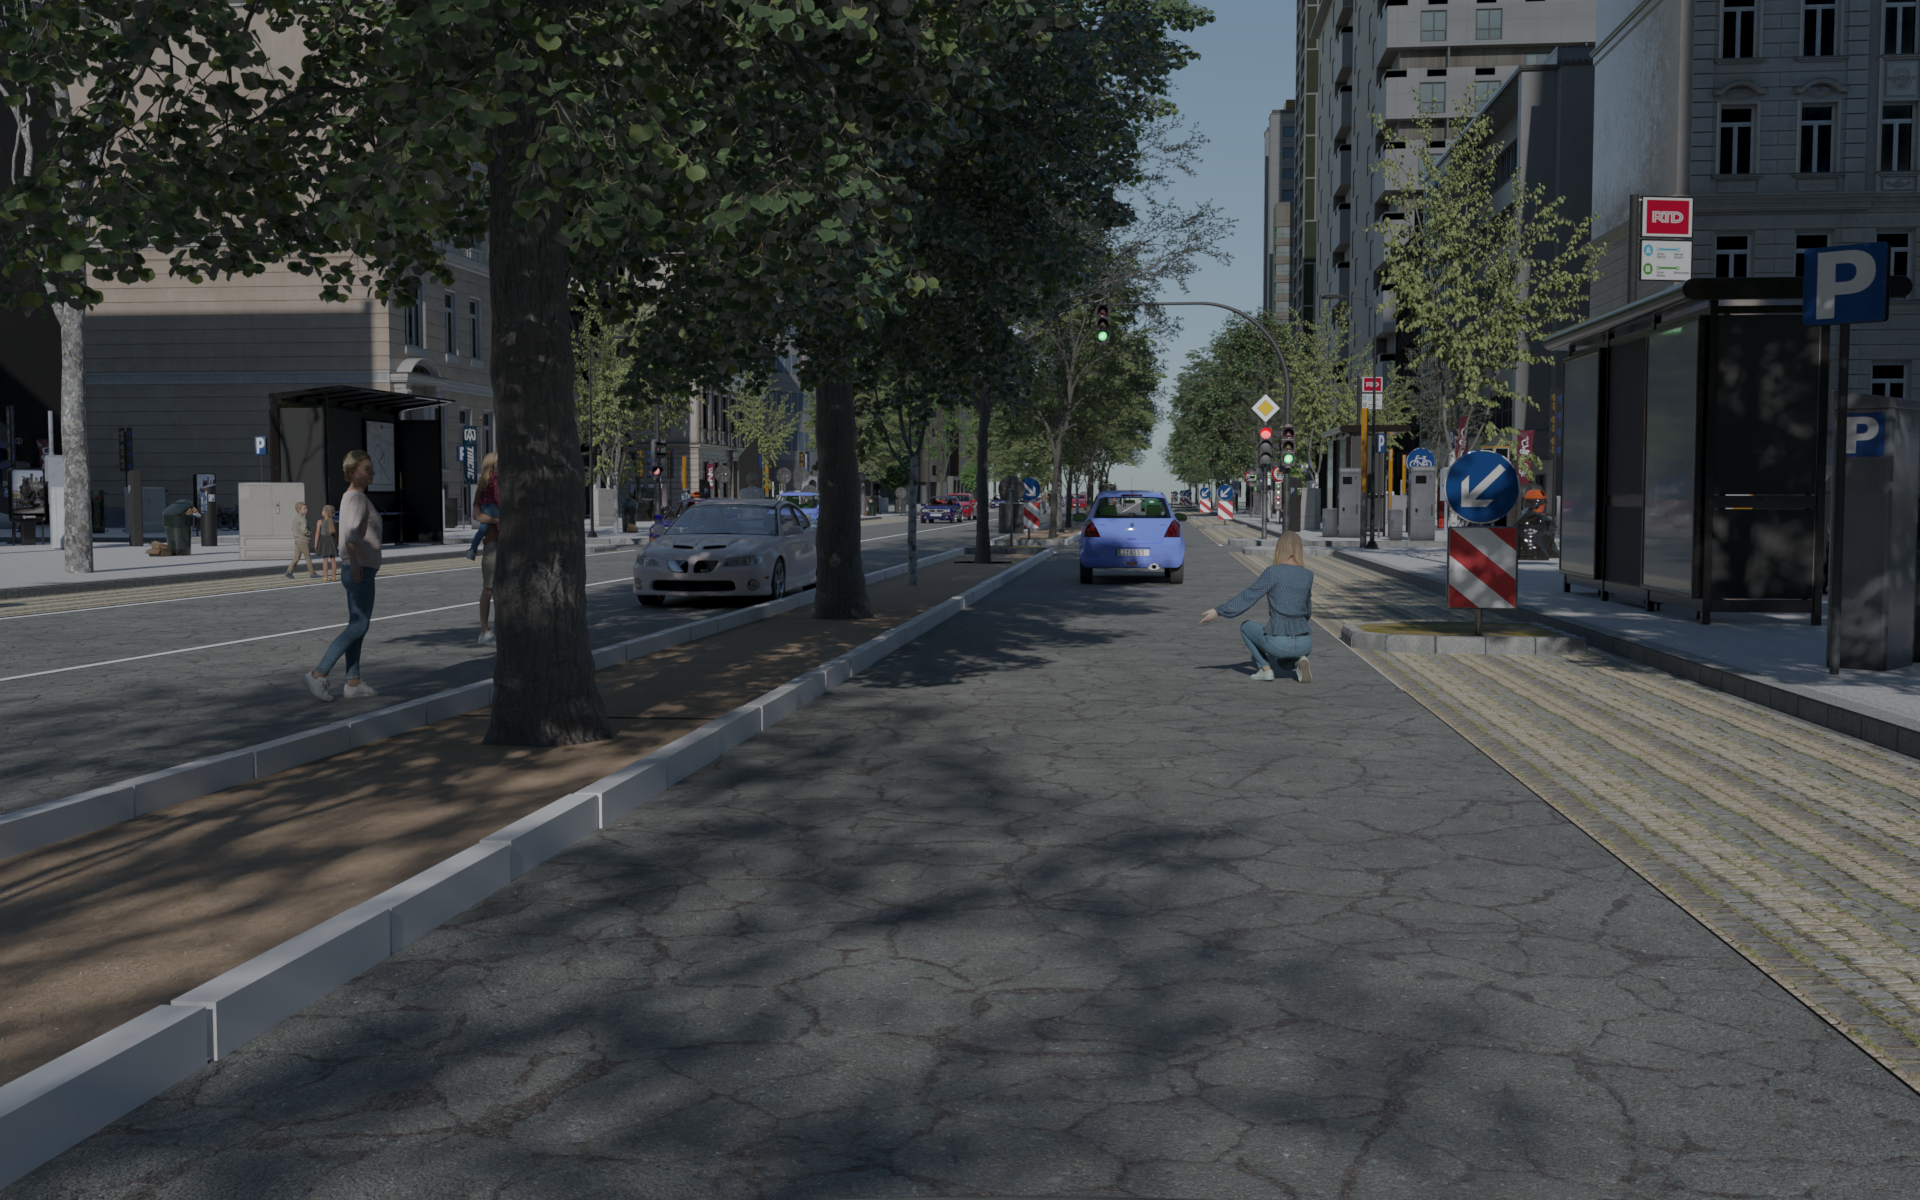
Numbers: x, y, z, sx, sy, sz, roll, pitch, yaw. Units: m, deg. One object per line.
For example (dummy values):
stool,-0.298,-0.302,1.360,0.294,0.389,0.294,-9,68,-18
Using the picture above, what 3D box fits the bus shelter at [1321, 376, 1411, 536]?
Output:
bus shelter,13.031,-4.829,56.589,2.179,5.291,8.768,0,4,6

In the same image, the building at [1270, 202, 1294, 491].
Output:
building,50.904,-34.267,243.852,14.154,41.232,14.086,0,4,6

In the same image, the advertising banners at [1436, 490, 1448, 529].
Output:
advertising banners,17.767,-4.133,63.756,0.090,3.025,2.074,-2,4,-34

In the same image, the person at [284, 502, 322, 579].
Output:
person,-11.123,-1.007,29.235,0.475,1.303,0.640,2,4,35

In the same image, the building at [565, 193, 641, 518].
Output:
building,-26.182,-13.810,93.239,16.820,18.784,16.811,0,4,6

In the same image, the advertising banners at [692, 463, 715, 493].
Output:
advertising banners,-15.066,-6.335,99.768,2.074,3.025,0.090,-2,4,-28

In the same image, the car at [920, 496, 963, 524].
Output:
car,-0.903,-4.460,85.507,1.945,1.354,3.894,0,4,8

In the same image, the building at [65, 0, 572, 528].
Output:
building,-26.194,-17.619,73.981,13.634,28.700,20.117,0,4,6

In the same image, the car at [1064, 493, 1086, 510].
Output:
car,10.295,-8.797,152.871,2.155,1.783,4.494,0,4,4

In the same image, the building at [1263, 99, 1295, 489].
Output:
building,56.866,-44.183,264.393,21.231,58.520,28.212,0,4,6

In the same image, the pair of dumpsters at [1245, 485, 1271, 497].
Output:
pair of dumpsters,20.455,-7.109,118.729,1.574,2.255,4.437,0,4,7

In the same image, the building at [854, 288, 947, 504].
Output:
building,-9.478,-27.973,229.058,14.160,30.474,14.107,0,4,6

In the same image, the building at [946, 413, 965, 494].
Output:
building,-9.979,-49.407,246.053,20.563,71.187,20.611,0,4,6

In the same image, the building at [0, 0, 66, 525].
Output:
building,-46.096,-14.740,70.671,15.834,23.373,12.332,0,4,6

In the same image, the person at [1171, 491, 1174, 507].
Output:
person,22.966,-10.871,186.944,0.721,1.736,1.217,1,4,11

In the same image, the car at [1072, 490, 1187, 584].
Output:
car,2.843,-1.185,28.968,1.945,1.707,3.694,0,4,4

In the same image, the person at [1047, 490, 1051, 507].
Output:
person,9.954,-11.200,191.254,1.348,1.869,0.705,-1,4,-12

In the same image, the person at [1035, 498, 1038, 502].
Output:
person,6.641,-8.555,151.632,0.557,1.426,1.065,1,4,17

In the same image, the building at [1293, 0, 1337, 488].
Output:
building,52.362,-48.141,225.352,20.563,71.187,20.611,0,4,6

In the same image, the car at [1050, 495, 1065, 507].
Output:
car,11.033,-11.349,197.555,2.014,1.417,4.499,0,4,5

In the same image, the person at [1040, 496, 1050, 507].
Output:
person,9.306,-11.044,189.772,1.217,1.736,0.721,-2,4,-30

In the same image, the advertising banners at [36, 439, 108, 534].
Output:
advertising banners,-28.543,-3.639,55.689,0.090,3.025,2.074,3,5,45

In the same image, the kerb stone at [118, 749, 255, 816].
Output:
kerb stone,-3.637,0.860,8.132,0.120,0.150,1.000,0,4,6

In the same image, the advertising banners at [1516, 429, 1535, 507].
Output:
advertising banners,14.879,-3.151,47.707,0.090,3.025,2.074,-3,4,-39

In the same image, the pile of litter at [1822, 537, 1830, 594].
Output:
pile of litter,11.017,-0.480,21.812,1.176,0.858,1.719,-1,4,-14

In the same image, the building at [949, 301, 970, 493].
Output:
building,-6.066,-37.558,264.184,14.600,45.320,14.200,0,4,6

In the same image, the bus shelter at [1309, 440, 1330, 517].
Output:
bus shelter,16.571,-5.243,77.006,1.731,3.624,6.357,0,4,6

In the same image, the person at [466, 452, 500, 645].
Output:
person,-4.426,-0.495,16.568,0.573,1.828,0.580,-1,4,-11

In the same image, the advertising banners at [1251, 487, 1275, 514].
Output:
advertising banners,19.615,-7.026,111.055,2.074,3.025,0.090,0,4,-4

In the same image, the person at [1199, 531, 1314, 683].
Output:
person,2.359,0.041,13.322,1.012,1.151,0.738,-1,4,-11

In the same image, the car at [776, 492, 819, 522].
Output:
car,-5.264,-2.845,56.099,1.945,1.707,3.694,0,4,5

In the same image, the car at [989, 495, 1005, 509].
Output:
car,3.758,-9.138,161.982,1.945,1.354,3.894,0,4,6

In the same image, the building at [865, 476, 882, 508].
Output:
building,-24.491,-29.179,168.951,32.217,40.220,23.993,0,4,6

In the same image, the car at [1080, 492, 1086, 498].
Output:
car,18.782,-15.335,259.400,2.281,1.827,5.304,0,4,6

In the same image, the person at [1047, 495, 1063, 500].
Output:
person,7.678,-8.030,139.819,1.348,1.821,0.705,0,4,6

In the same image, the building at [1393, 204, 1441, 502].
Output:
building,35.873,-17.347,113.300,12.332,23.373,15.834,0,4,6

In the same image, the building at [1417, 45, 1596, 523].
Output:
building,33.316,-16.579,90.134,14.314,24.678,30.058,0,4,6

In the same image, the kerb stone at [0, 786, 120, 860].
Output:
kerb stone,-3.744,0.922,7.115,0.120,0.150,1.000,0,4,6

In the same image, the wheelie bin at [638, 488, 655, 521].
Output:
wheelie bin,-15.014,-4.616,83.386,0.980,1.594,0.693,0,4,-1

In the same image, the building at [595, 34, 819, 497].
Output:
building,-22.231,-36.665,141.466,21.231,58.520,28.212,0,4,6

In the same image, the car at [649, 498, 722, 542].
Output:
car,-5.963,-1.679,40.038,1.945,1.354,3.894,0,4,6

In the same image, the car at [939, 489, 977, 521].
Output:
car,-0.090,-5.261,95.056,2.155,1.783,4.494,0,4,6

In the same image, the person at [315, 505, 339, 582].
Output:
person,-10.329,-0.921,28.221,0.362,1.253,0.373,-3,5,-41

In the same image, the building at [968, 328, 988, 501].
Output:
building,-3.104,-36.366,278.183,14.154,41.232,14.086,0,4,6

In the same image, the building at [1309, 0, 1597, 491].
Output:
building,49.934,-35.566,170.746,28.713,52.752,27.495,0,4,6

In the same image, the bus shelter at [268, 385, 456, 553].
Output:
bus shelter,-13.803,-3.007,40.447,1.731,3.624,6.357,0,4,7

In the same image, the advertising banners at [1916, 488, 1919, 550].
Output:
advertising banners,19.819,-2.506,37.154,2.074,3.025,0.090,0,4,5

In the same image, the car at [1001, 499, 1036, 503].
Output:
car,3.253,-4.995,93.667,2.014,1.417,4.499,1,4,8

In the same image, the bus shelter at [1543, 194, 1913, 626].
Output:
bus shelter,8.533,-2.652,20.996,2.179,5.291,8.768,0,4,6

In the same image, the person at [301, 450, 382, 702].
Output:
person,-4.294,-0.177,12.071,0.598,1.740,0.731,-3,4,-38

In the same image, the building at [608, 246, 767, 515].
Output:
building,-19.750,-15.390,116.258,10.561,19.102,19.286,0,4,6

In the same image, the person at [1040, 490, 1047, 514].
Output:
person,5.998,-7.068,123.972,0.656,1.842,0.836,2,4,26

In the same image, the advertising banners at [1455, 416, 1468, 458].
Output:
advertising banners,11.458,-2.574,38.274,0.090,3.025,2.074,-1,4,-11

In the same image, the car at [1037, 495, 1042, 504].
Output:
car,9.742,-12.399,215.304,1.945,1.354,3.894,0,4,7

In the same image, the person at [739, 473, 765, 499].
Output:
person,-3.930,-1.507,33.013,0.514,1.842,0.818,-2,4,-24

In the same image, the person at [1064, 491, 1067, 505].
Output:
person,14.175,-13.543,229.798,0.709,1.838,0.599,0,4,5

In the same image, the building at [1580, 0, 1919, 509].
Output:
building,36.456,-16.174,61.710,25.104,27.353,12.463,0,4,6

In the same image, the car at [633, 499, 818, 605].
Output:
car,-3.054,-0.700,23.802,2.083,1.381,4.827,0,4,7
